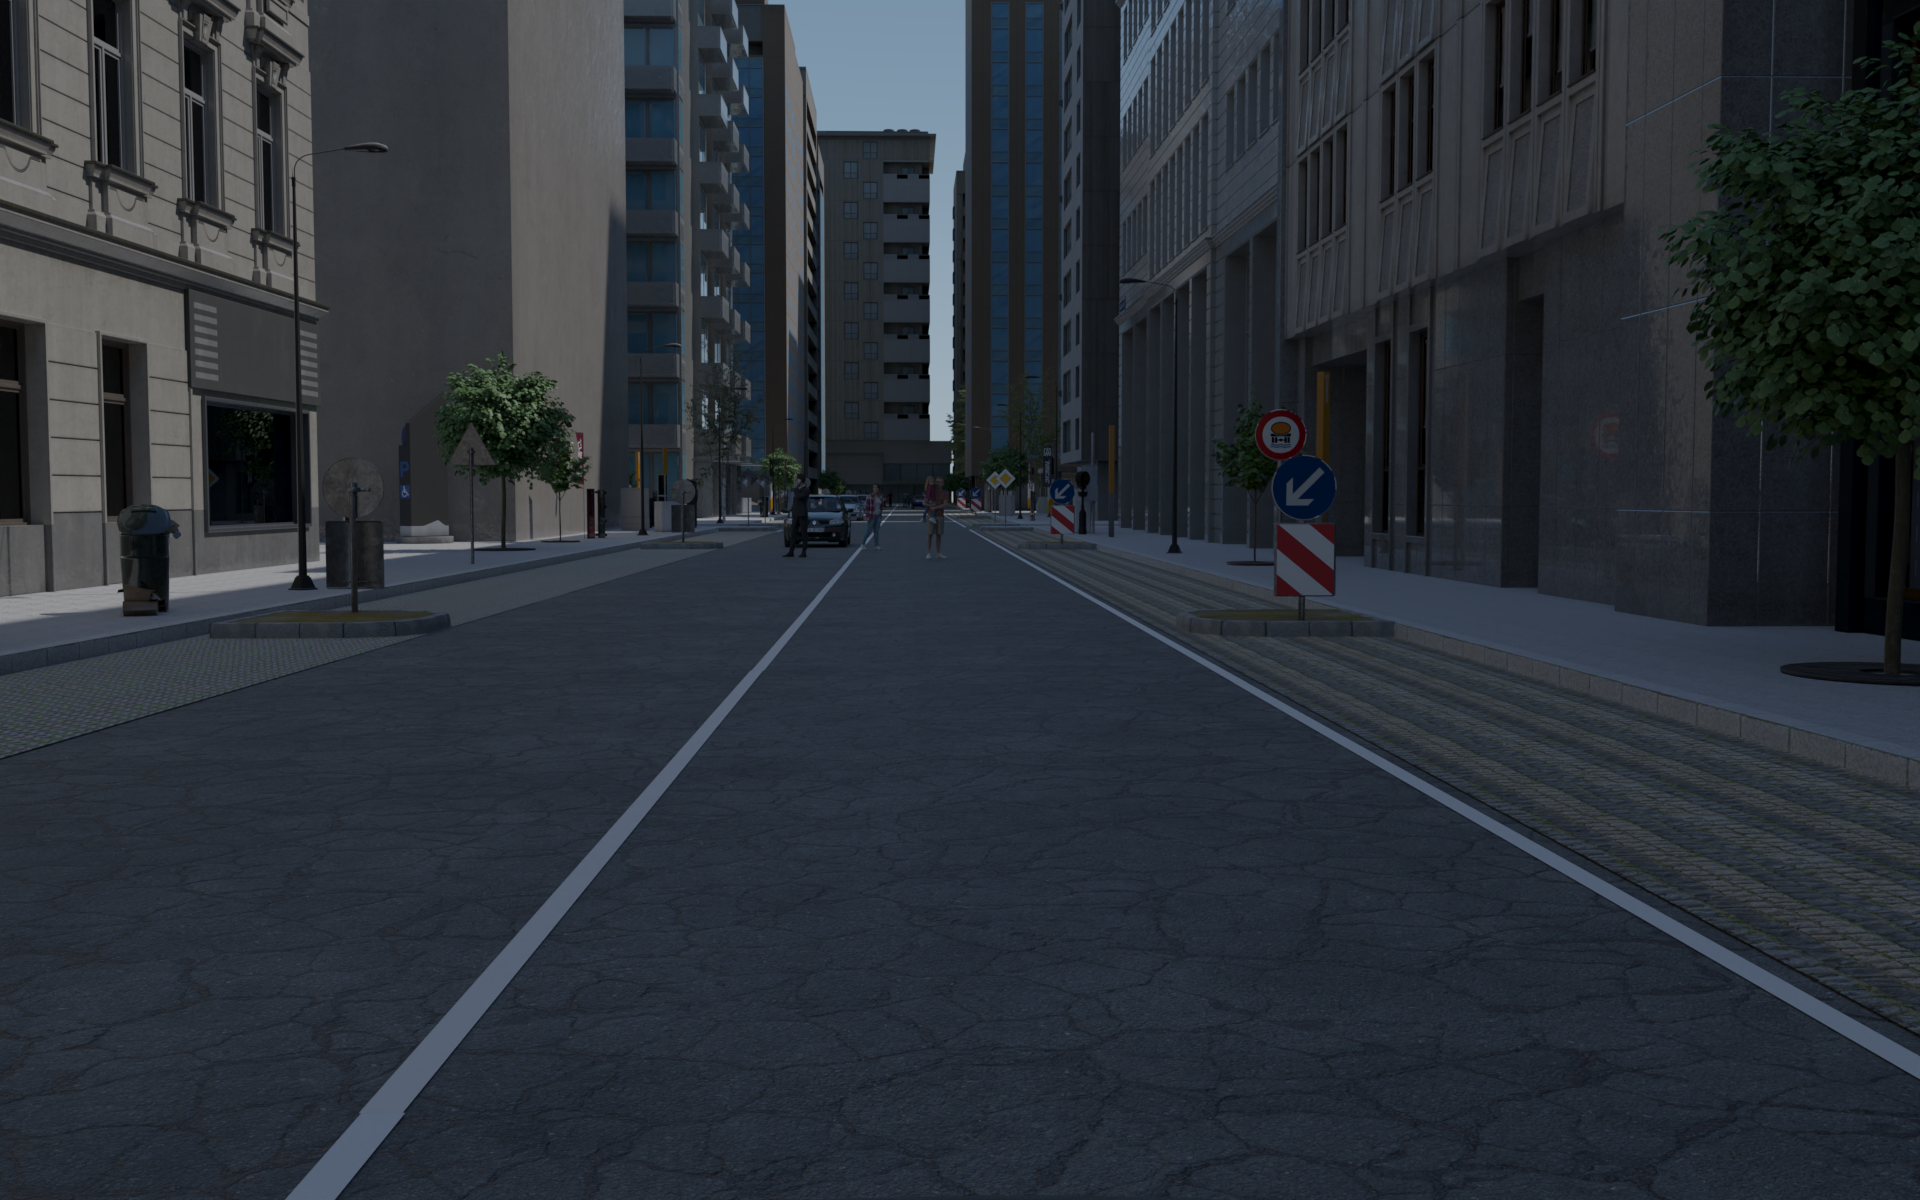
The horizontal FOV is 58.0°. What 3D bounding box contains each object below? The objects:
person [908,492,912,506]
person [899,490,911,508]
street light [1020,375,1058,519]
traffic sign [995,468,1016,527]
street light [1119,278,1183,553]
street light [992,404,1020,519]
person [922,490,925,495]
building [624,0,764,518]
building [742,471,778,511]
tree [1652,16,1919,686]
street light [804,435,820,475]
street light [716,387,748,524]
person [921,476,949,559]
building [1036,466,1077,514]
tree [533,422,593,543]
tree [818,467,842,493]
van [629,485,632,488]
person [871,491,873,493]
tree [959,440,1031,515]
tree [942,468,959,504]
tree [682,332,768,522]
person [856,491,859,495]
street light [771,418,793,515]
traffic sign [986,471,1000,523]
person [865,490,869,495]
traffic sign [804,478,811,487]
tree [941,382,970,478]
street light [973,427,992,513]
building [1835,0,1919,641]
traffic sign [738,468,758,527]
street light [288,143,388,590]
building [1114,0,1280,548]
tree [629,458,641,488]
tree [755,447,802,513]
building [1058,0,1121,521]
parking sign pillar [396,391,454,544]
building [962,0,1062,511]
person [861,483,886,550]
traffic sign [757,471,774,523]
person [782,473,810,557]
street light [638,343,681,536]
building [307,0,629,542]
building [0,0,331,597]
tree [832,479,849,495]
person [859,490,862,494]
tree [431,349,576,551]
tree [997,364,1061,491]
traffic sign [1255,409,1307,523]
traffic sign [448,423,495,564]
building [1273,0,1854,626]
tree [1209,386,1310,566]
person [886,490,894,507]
[{"bbox_3d":[-6.018,-12.169,208.259,0.742,1.727,0.445,2,4,27],"label":"person"},{"bbox_3d":[-5.673,-10.415,178.865,1.350,1.814,0.705,0,4,-1],"label":"person"},{"bbox_3d":[3.248,-5.830,67.864,1.470,5.913,1.316,0,4,-2],"label":"street light"},{"bbox_3d":[1.782,-3.928,67.869,0.795,2.450,0.064,0,4,-2],"label":"traffic sign"},{"bbox_3d":[4.111,-3.965,37.375,1.470,5.913,1.316,0,4,-2],"label":"street light"},{"bbox_3d":[2.561,-7.124,89.025,1.470,5.913,1.316,0,4,-2],"label":"street light"},{"bbox_3d":[-4.056,-10.862,185.955,0.599,1.838,0.709,0,4,1],"label":"person"},{"bbox_3d":[-23.791,-29.238,97.642,23.786,49.044,30.456,0,4,-2],"label":"building"},{"bbox_3d":[-30.554,-26.972,132.880,32.217,40.220,23.993,0,4,-2],"label":"building"},{"bbox_3d":[6.503,-1.733,12.053,4.285,4.588,4.351,0,3,0],"label":"tree"},{"bbox_3d":[-11.725,-10.030,136.537,1.470,5.913,1.316,0,4,-2],"label":"street light"},{"bbox_3d":[-9.918,-6.287,75.338,1.470,5.913,1.316,0,4,-2],"label":"street light"},{"bbox_3d":[-0.580,-1.830,38.401,0.573,1.828,0.580,2,4,34],"label":"person"},{"bbox_3d":[21.616,-25.744,112.796,32.217,40.220,23.993,0,4,-2],"label":"building"},{"bbox_3d":[-10.541,-3.152,46.133,1.663,3.219,1.824,0,3,0],"label":"tree"},{"bbox_3d":[-15.781,-13.670,207.225,4.285,4.588,4.351,0,3,0],"label":"tree"},{"bbox_3d":[-15.345,-3.905,70.857,4.112,2.044,2.013,0,4,-3],"label":"van"},{"bbox_3d":[-11.582,-13.370,227.089,0.705,1.826,1.348,0,4,-1],"label":"person"},{"bbox_3d":[2.897,-7.861,112.248,4.285,4.588,4.351,0,3,0],"label":"tree"},{"bbox_3d":[0.670,-11.557,172.676,4.285,4.588,4.351,0,3,0],"label":"tree"},{"bbox_3d":[-10.851,-7.890,79.370,4.360,8.622,3.978,0,3,0],"label":"tree"},{"bbox_3d":[-9.435,-9.267,160.739,0.721,1.735,1.217,2,4,30],"label":"person"},{"bbox_3d":[-10.902,-8.166,106.047,1.470,5.913,1.316,0,4,-2],"label":"street light"},{"bbox_3d":[1.537,-4.416,75.850,0.795,2.450,0.064,0,4,-2],"label":"traffic sign"},{"bbox_3d":[-8.906,-9.629,166.077,1.348,1.807,0.705,-2,4,-27],"label":"person"},{"bbox_3d":[-12.024,-8.254,135.057,0.768,2.556,0.104,0,4,1],"label":"traffic sign"},{"bbox_3d":[1.851,-14.639,157.467,7.486,12.596,7.792,0,3,0],"label":"tree"},{"bbox_3d":[1.584,-9.000,119.694,1.470,5.913,1.316,0,4,-2],"label":"street light"},{"bbox_3d":[14.569,-10.893,7.786,12.332,23.373,15.834,0,4,-2],"label":"building"},{"bbox_3d":[-8.259,-3.911,67.582,0.795,2.450,0.064,0,4,-2],"label":"traffic sign"},{"bbox_3d":[-8.263,-3.089,23.045,1.470,5.913,1.316,0,4,-2],"label":"street light"},{"bbox_3d":[11.873,-16.714,50.766,11.434,29.767,29.804,0,4,-2],"label":"building"},{"bbox_3d":[-15.338,-5.083,77.707,1.663,3.219,1.824,0,3,0],"label":"tree"},{"bbox_3d":[-12.522,-8.310,119.575,4.285,4.588,4.351,0,3,0],"label":"tree"},{"bbox_3d":[12.474,-19.197,85.574,14.107,30.474,14.160,0,4,-2],"label":"building"},{"bbox_3d":[-13.965,-3.462,45.076,1.447,3.967,1.447,2,4,29],"label":"parking sign pillar"},{"bbox_3d":[7.561,-29.918,139.269,14.600,45.320,14.200,0,4,-2],"label":"building"},{"bbox_3d":[-2.228,-2.162,44.680,0.563,1.720,0.643,-3,5,-41],"label":"person"},{"bbox_3d":[-8.504,-4.399,75.563,0.795,2.450,0.064,0,4,-2],"label":"traffic sign"},{"bbox_3d":[-3.685,-1.923,39.298,0.474,1.900,0.648,-3,5,-42],"label":"person"},{"bbox_3d":[-9.292,-4.953,53.529,1.470,5.913,1.316,0,4,-2],"label":"street light"},{"bbox_3d":[-29.263,-15.318,54.967,34.151,26.468,19.350,0,4,-2],"label":"building"},{"bbox_3d":[-19.520,-14.461,12.848,17.030,29.872,44.131,0,4,-2],"label":"building"},{"bbox_3d":[-15.224,-14.148,225.926,1.663,3.219,1.824,0,3,0],"label":"tree"},{"bbox_3d":[-10.048,-10.106,173.672,0.705,1.831,1.348,2,4,27],"label":"person"},{"bbox_3d":[-10.407,-3.405,39.381,4.285,4.588,4.351,0,3,0],"label":"tree"},{"bbox_3d":[4.328,-9.080,98.816,4.737,8.622,4.395,0,3,0],"label":"tree"},{"bbox_3d":[4.818,-1.589,26.092,0.768,2.556,0.104,0,4,4],"label":"traffic sign"},{"bbox_3d":[-8.917,-1.934,31.619,0.884,2.594,0.081,0,4,5],"label":"traffic sign"},{"bbox_3d":[12.929,-12.727,26.109,12.078,24.808,19.932,0,4,-2],"label":"building"},{"bbox_3d":[5.241,-2.250,31.388,1.663,3.219,1.824,0,3,0],"label":"tree"},{"bbox_3d":[-7.700,-11.160,190.930,1.348,1.831,0.705,3,5,39],"label":"person"}]
